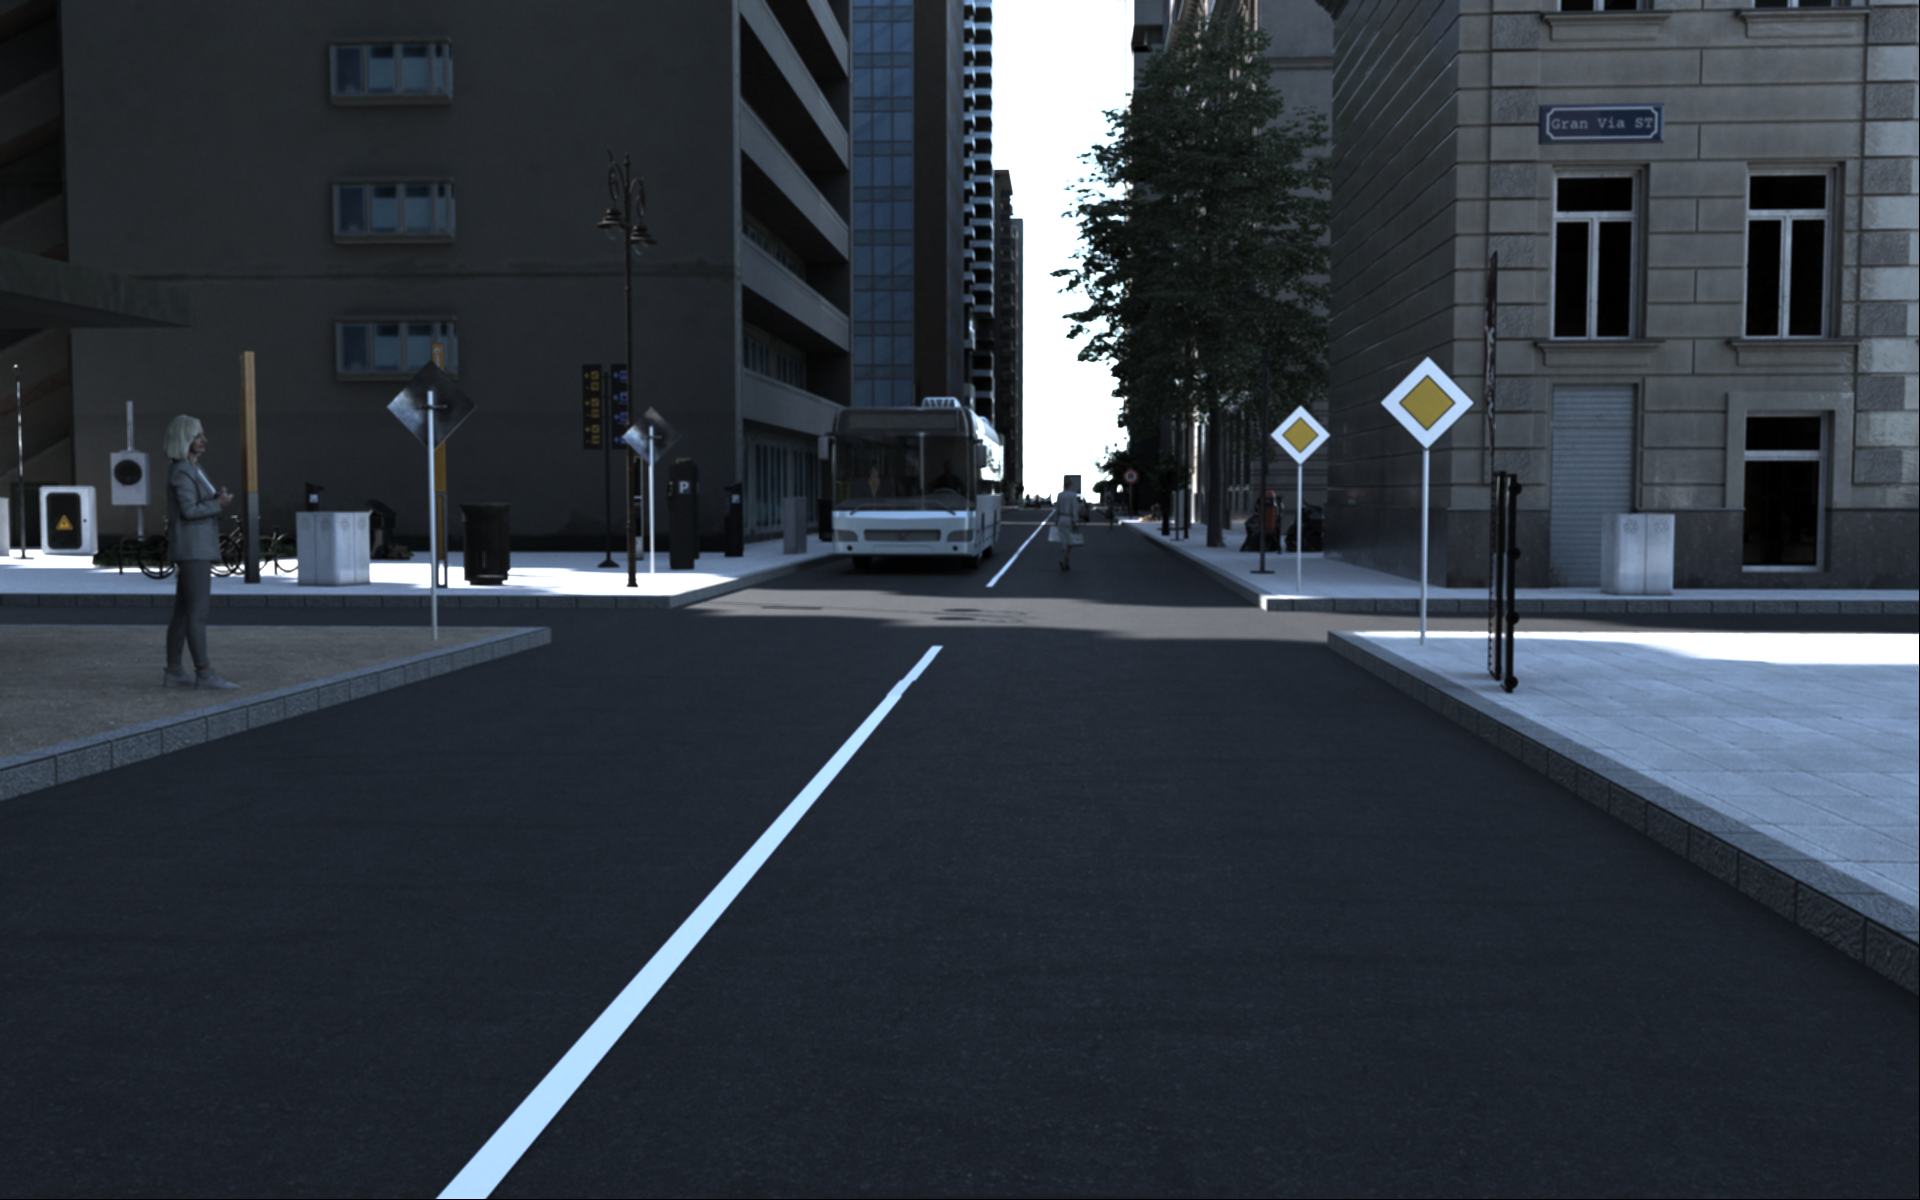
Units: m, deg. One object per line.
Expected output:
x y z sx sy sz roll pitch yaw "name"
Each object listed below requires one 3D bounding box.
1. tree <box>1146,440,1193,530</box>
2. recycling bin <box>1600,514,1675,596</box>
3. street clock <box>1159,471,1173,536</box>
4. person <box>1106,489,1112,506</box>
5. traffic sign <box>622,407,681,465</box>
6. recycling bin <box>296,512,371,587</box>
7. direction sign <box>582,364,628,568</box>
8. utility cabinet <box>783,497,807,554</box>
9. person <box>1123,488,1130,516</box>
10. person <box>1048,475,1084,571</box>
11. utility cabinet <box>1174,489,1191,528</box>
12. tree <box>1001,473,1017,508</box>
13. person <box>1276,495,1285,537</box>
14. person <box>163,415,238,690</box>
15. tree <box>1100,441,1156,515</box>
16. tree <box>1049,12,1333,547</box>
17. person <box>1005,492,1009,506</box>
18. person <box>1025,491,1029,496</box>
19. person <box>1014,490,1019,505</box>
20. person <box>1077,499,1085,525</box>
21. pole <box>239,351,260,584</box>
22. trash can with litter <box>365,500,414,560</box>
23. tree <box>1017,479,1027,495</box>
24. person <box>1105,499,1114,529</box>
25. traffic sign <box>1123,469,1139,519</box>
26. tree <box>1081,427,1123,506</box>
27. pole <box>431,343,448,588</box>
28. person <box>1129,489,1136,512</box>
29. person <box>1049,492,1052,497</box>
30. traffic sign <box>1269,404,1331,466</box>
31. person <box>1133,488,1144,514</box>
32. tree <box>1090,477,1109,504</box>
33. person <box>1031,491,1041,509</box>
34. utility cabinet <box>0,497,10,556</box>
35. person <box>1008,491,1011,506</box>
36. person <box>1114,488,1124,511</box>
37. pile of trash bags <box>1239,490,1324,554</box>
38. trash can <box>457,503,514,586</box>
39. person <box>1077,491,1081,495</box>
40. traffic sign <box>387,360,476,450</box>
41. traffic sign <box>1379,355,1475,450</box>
7.446 -4.124 62.030 1.663 3.219 1.824 0 3 0 "tree"
8.673 -0.589 22.188 0.722 1.027 0.722 0 4 5 "recycling bin"
6.381 -3.002 53.646 0.358 2.002 0.471 2 4 34 "street clock"
12.801 -8.709 149.375 0.756 1.711 0.436 -2 4 -30 "person"
-4.130 -1.281 23.136 0.795 2.593 0.064 0 4 4 "traffic sign"
-8.825 -0.725 24.403 0.722 1.027 0.722 1 4 21 "recycling bin"
-6.163 -2.341 30.274 0.876 3.537 0.379 1 4 12 "direction sign"
-3.556 -1.598 37.288 0.306 1.237 1.020 0 4 8 "utility cabinet"
9.980 -5.871 103.507 0.593 1.643 0.415 -3 4 -37 "person"
1.964 -1.450 32.562 0.624 1.780 0.694 -3 5 -43 "person"
8.425 -3.470 65.408 0.318 1.500 1.173 -1 4 -10 "utility cabinet"
4.076 -10.030 158.594 1.663 3.219 1.824 0 3 0 "tree"
9.488 -2.501 51.616 0.352 1.250 0.332 -1 4 -20 "person"
-5.042 -0.324 11.524 0.526 1.800 0.537 0 4 -7 "person"
10.319 -7.501 106.361 4.285 4.588 4.351 0 3 0 "tree"
5.796 -7.565 41.811 7.486 12.596 7.792 0 3 0 "tree"
5.043 -10.989 185.697 0.705 1.826 1.348 0 4 -7 "person"
9.792 -14.981 251.705 0.721 1.736 1.217 2 4 31 "person"
6.467 -11.810 199.586 0.683 1.767 0.568 -3 5 -43 "person"
5.453 -4.004 78.979 0.505 1.210 0.382 -1 4 -14 "person"
-10.182 -1.895 24.820 0.158 3.312 0.155 0 3 0 "pole"
-11.153 -1.379 33.928 1.055 1.170 0.624 2 4 26 "trash can with litter"
7.840 -13.969 222.993 1.663 3.219 1.824 0 3 0 "tree"
6.088 -3.507 70.516 0.373 1.253 0.362 1 4 11 "person"
8.616 -5.337 87.370 0.768 2.556 0.104 0 4 8 "traffic sign"
14.992 -14.096 180.827 4.360 8.622 3.978 0 3 0 "tree"
-7.088 -1.820 23.597 0.158 3.312 0.155 0 3 0 "pole"
12.071 -6.914 120.553 0.593 1.643 0.415 1 4 9 "person"
12.656 -14.255 242.233 0.551 1.740 0.621 3 4 38 "person"
4.446 -1.247 22.579 0.795 2.593 0.064 0 4 4 "traffic sign"
11.207 -6.294 109.664 0.721 1.735 1.217 -2 4 -33 "person"
15.772 -12.356 196.624 1.663 3.219 1.824 0 3 0 "tree"
7.193 -9.418 163.194 0.721 1.736 1.217 -3 5 -43 "person"
-20.271 -1.520 36.011 1.020 1.237 0.306 1 4 17 "utility cabinet"
5.278 -11.102 187.567 0.705 1.822 1.348 0 4 -6 "person"
12.269 -7.713 132.697 0.990 1.755 0.434 2 4 33 "person"
7.108 -1.755 38.443 1.912 1.369 3.447 1 4 20 "pile of trash bags"
-6.703 -0.784 24.469 0.748 1.137 0.748 0 3 0 "trash can"
15.643 -13.535 229.662 0.599 1.838 0.709 -3 4 -36 "person"
-4.630 -0.794 15.166 0.795 2.593 0.064 0 4 4 "traffic sign"
3.946 -0.760 14.610 0.795 2.593 0.064 0 4 4 "traffic sign"
